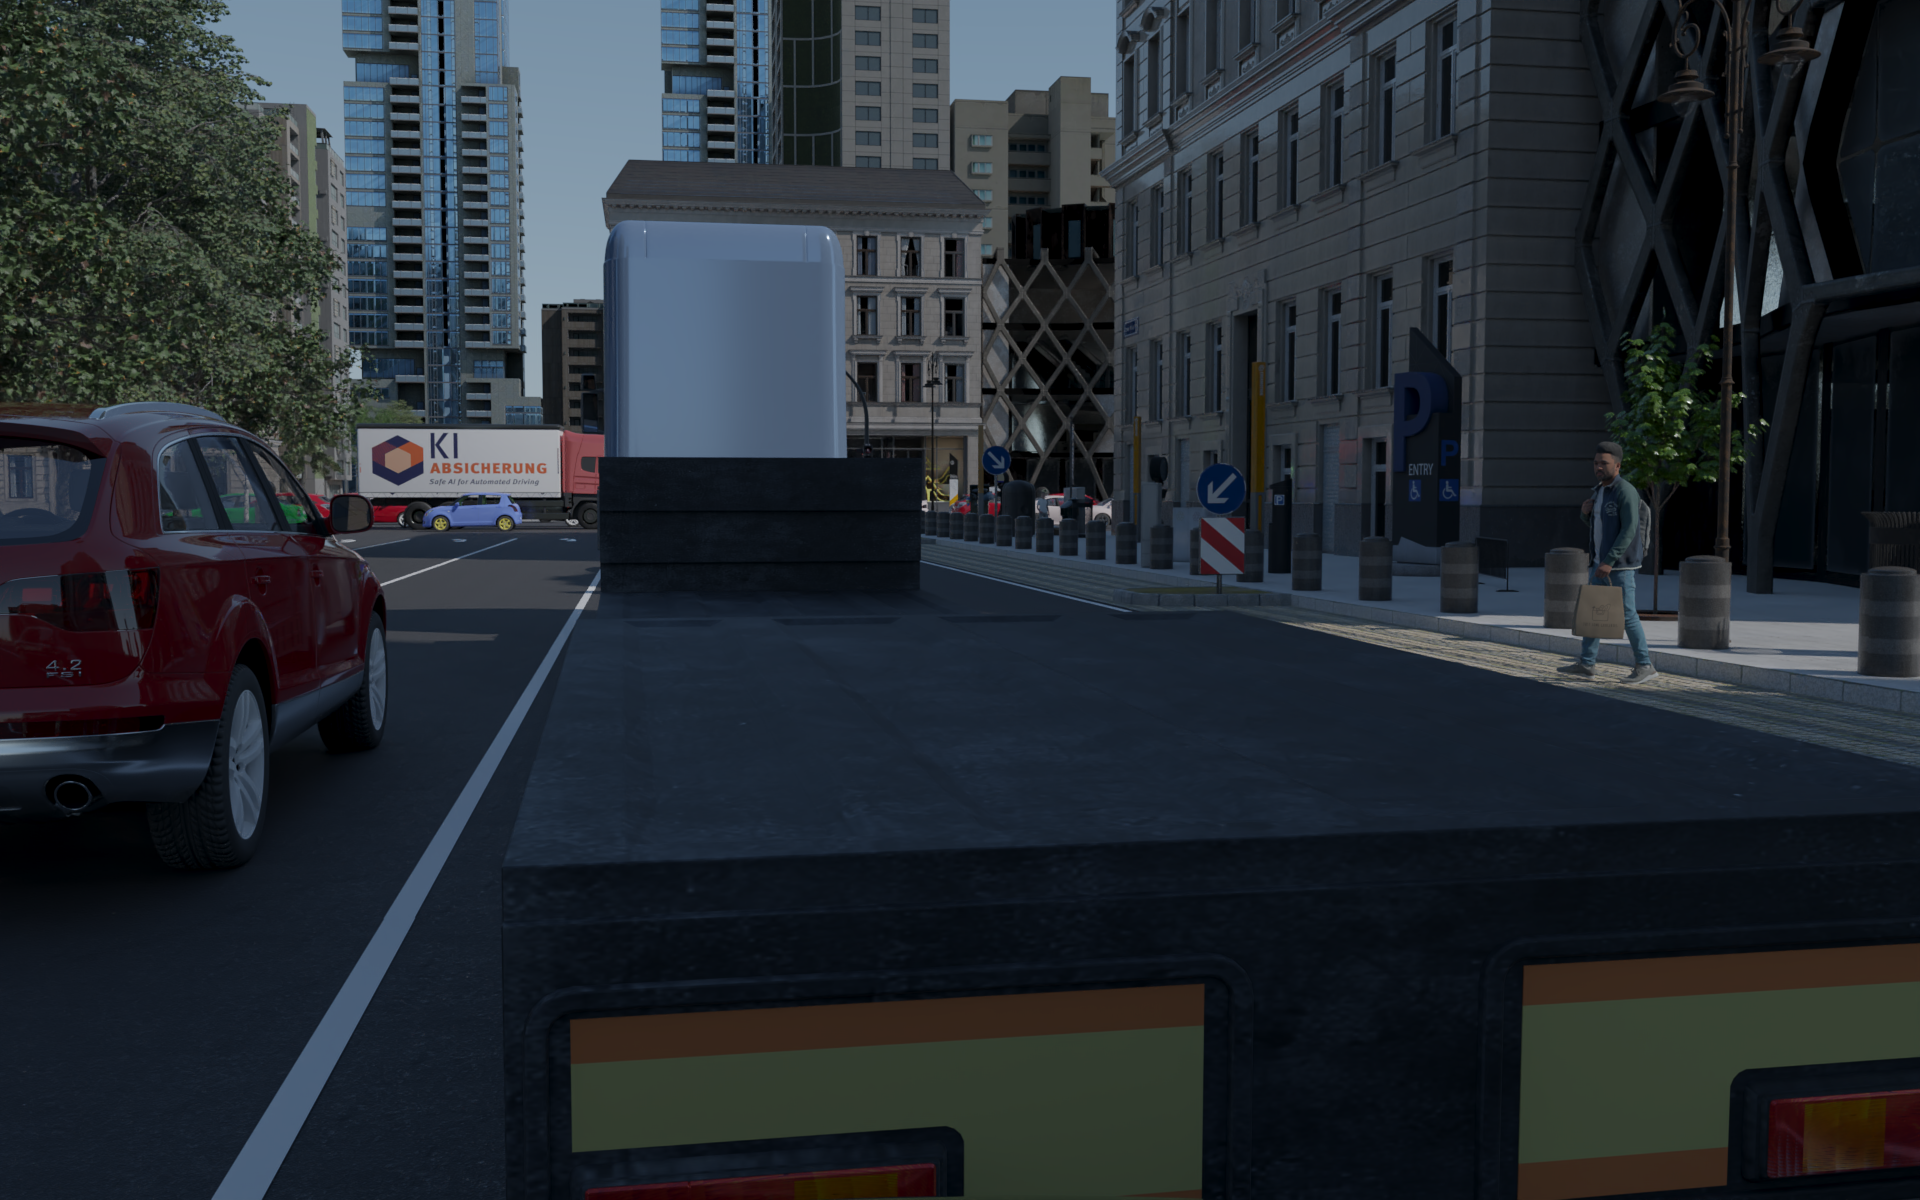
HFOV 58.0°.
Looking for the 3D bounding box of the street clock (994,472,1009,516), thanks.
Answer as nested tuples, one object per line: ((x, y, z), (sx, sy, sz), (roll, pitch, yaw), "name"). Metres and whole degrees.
((1.331, -3.108, 55.387), (0.358, 2.002, 0.471), (-3, 5, -43), "street clock")

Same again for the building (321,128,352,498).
((-76.449, -31.227, 194.161), (14.086, 41.232, 14.154), (-1, 4, -10), "building")

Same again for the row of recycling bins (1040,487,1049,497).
((3.381, -5.687, 100.090), (3.534, 1.692, 1.069), (0, 4, -2), "row of recycling bins")

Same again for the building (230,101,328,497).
((-73.361, -30.071, 175.254), (14.154, 41.232, 14.086), (-1, 4, -10), "building")

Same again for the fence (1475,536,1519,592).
((7.260, -0.508, 23.688), (0.278, 0.683, 2.069), (0, 4, 4), "fence")

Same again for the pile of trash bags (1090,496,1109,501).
((7.547, -5.521, 100.018), (3.447, 1.369, 1.912), (1, 4, 14), "pile of trash bags")

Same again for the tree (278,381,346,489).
((-56.686, -13.896, 149.260), (6.751, 12.117, 7.091), (0, 3, 0), "tree")

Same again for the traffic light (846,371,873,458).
((-5.114, -4.977, 56.043), (4.771, 5.953, 1.251), (-1, 4, -10), "traffic light")

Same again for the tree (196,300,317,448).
((-21.427, -6.059, 51.884), (4.360, 8.622, 3.978), (0, 3, 0), "tree")

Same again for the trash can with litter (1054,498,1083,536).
((3.247, -2.592, 53.774), (1.055, 1.170, 0.624), (-2, 4, -35), "trash can with litter")

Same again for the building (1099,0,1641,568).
((12.404, -14.977, 42.140), (12.463, 27.353, 25.104), (-1, 4, -10), "building")

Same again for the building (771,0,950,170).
((-12.993, -46.638, 200.789), (20.563, 71.187, 20.611), (-1, 4, -10), "building")

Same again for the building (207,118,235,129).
((-78.336, -28.330, 155.075), (32.217, 40.220, 23.993), (-1, 4, -10), "building")

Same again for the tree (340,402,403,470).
((-65.129, -16.312, 192.452), (9.928, 11.665, 9.643), (0, 3, 0), "tree")

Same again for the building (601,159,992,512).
((-19.018, -15.335, 101.639), (40.483, 20.767, 10.553), (-1, 4, -10), "building")

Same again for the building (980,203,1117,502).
((8.496, -14.866, 110.518), (16.811, 18.784, 16.820), (-1, 4, -10), "building")

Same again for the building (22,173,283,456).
((-48.415, -14.171, 96.327), (19.286, 19.102, 10.561), (-1, 4, -10), "building")

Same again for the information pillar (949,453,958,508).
((-0.376, -6.529, 98.107), (0.504, 3.616, 0.183), (-1, 4, -19), "information pillar")

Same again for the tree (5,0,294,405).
((-18.253, -7.708, 35.132), (9.857, 13.997, 8.962), (0, 3, 0), "tree")

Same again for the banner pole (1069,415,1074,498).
((3.540, -3.958, 54.726), (0.401, 3.779, 0.863), (0, 4, -4), "banner pole")

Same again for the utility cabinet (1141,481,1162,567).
((3.400, -1.344, 30.646), (0.318, 1.500, 1.173), (1, 4, 10), "utility cabinet")

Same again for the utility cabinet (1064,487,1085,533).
((3.705, -2.916, 56.350), (0.318, 1.500, 1.173), (-1, 4, -17), "utility cabinet")

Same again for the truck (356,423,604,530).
((-18.498, -4.994, 70.572), (11.283, 4.237, 2.839), (-1, 4, -9), "truck")

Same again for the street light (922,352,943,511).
((-0.896, -5.125, 56.578), (0.468, 5.910, 1.993), (-1, 4, -10), "street light")

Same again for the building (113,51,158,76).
((-97.377, -34.551, 184.518), (30.456, 49.044, 23.786), (-1, 4, -10), "building")

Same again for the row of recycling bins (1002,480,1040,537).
((1.803, -2.817, 53.166), (1.069, 1.692, 3.534), (0, 4, 4), "row of recycling bins")

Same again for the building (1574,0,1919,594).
((18.367, -9.466, 22.220), (16.820, 18.784, 16.811), (-1, 4, -10), "building")

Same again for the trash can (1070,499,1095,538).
((3.595, -2.394, 50.788), (0.748, 1.137, 0.748), (0, 3, 0), "trash can")

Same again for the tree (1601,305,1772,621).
((7.100, -1.417, 17.764), (1.663, 3.219, 1.824), (0, 3, 0), "tree")

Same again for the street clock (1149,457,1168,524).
((3.872, -1.786, 33.765), (0.358, 2.002, 0.471), (2, 4, 26), "street clock")

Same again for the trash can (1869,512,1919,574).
((7.524, -0.125, 13.697), (0.748, 1.137, 0.748), (0, 3, 0), "trash can")

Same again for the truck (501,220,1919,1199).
((-1.207, -1.335, 11.589), (2.967, 4.110, 18.799), (-1, 4, -11), "truck")

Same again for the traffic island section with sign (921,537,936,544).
((-1.827, -2.530, 49.990), (1.989, 1.847, 2.006), (-1, 4, -10), "traffic island section with sign")

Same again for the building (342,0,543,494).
((-78.296, -57.819, 258.012), (31.000, 86.520, 22.319), (-1, 4, -10), "building")

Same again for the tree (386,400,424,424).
((-67.036, -17.742, 208.210), (7.486, 12.596, 7.792), (0, 3, 0), "tree")

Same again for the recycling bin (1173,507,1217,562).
((4.498, -1.236, 32.769), (0.722, 1.027, 0.722), (3, 4, 38), "recycling bin")

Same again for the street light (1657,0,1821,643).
((6.581, -2.571, 14.822), (0.468, 5.910, 1.993), (-1, 4, -10), "street light")

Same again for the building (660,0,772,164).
((-33.796, -58.283, 265.598), (31.000, 86.520, 22.319), (-1, 4, -10), "building")

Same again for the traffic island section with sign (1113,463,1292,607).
((3.097, -0.870, 22.859), (1.989, 1.847, 2.006), (-1, 4, -10), "traffic island section with sign")

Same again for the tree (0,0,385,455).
((-20.229, -7.665, 44.788), (9.611, 12.733, 9.660), (0, 3, 0), "tree")

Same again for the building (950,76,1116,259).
((7.954, -35.565, 205.190), (21.600, 48.544, 21.300), (-1, 4, -10), "building")

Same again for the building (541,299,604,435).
((-55.397, -29.867, 260.032), (14.107, 30.474, 14.160), (-1, 4, -10), "building")
